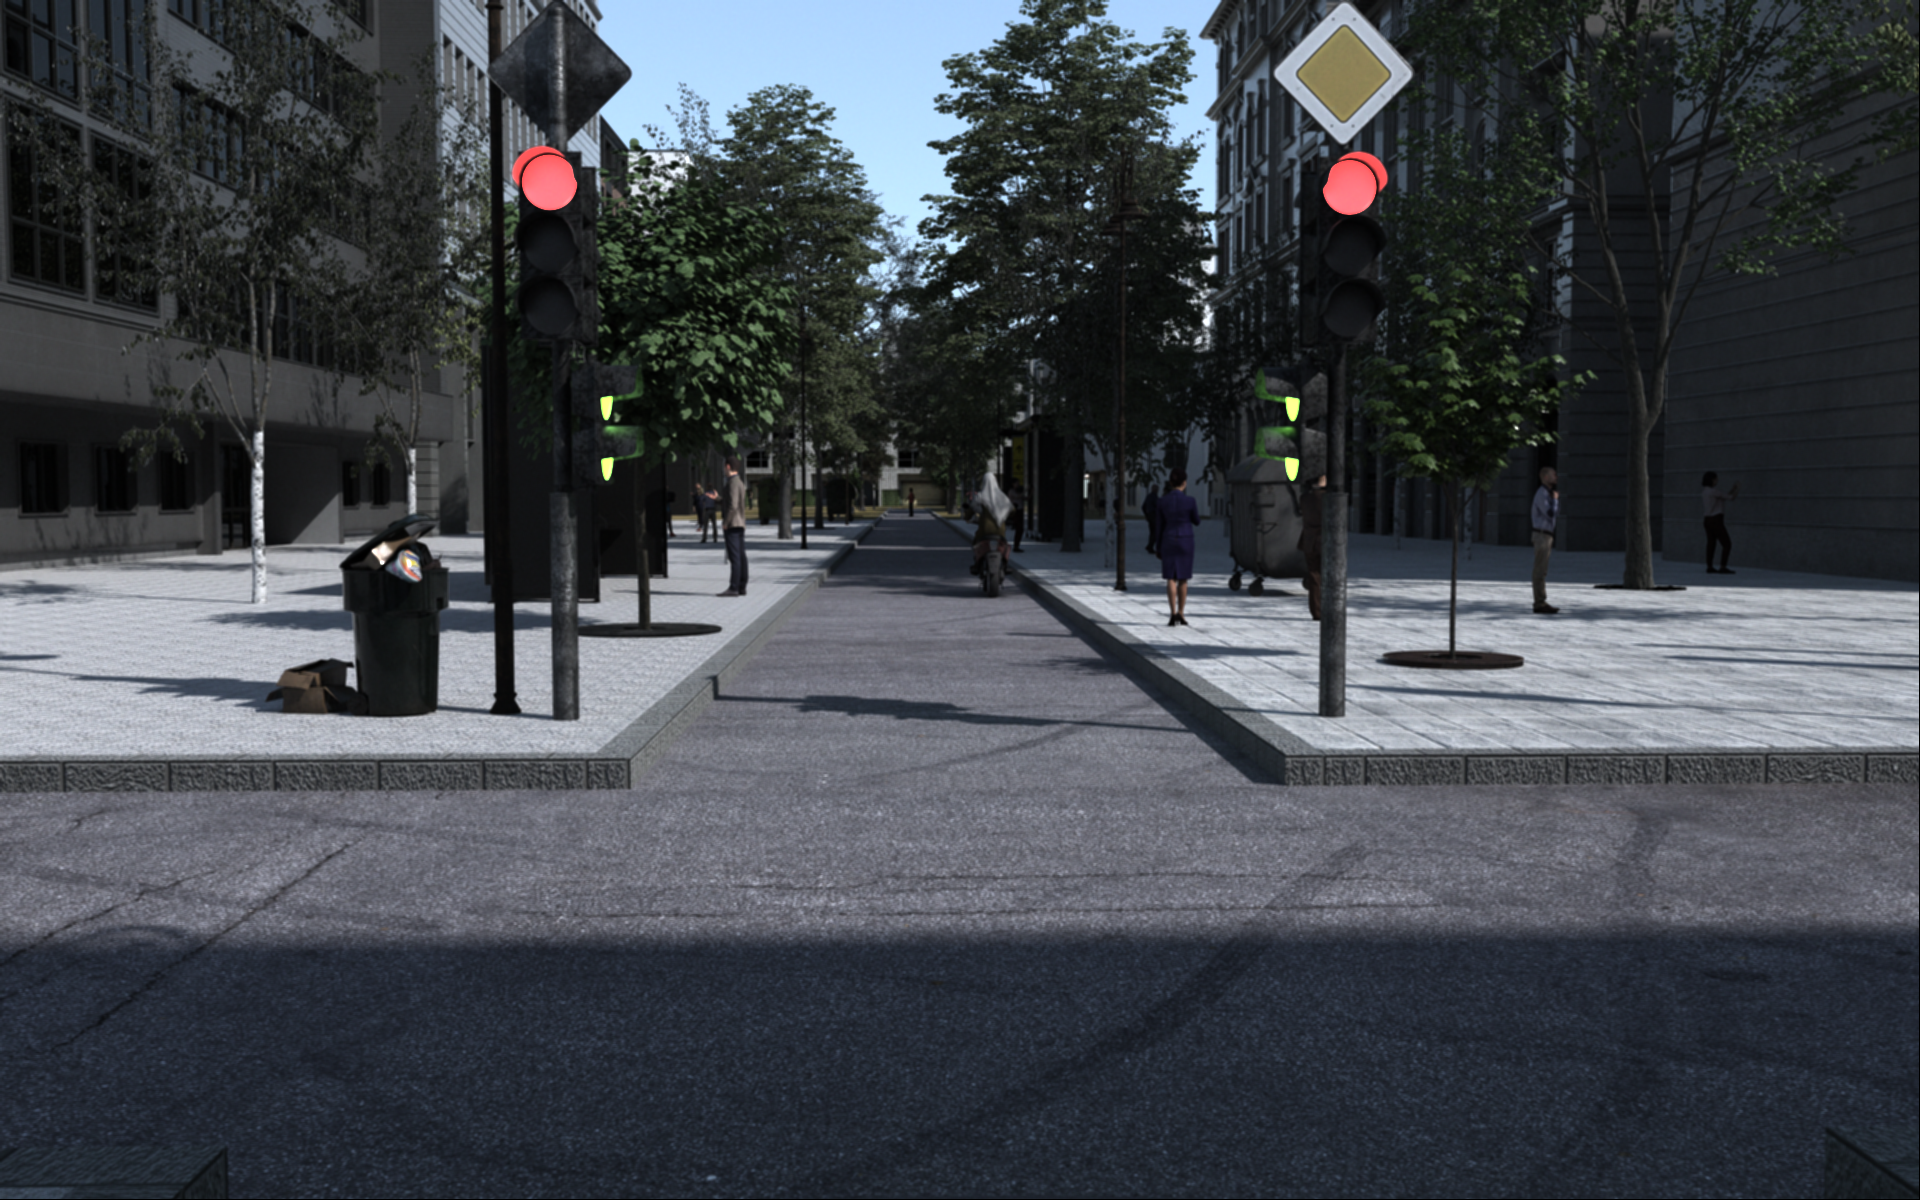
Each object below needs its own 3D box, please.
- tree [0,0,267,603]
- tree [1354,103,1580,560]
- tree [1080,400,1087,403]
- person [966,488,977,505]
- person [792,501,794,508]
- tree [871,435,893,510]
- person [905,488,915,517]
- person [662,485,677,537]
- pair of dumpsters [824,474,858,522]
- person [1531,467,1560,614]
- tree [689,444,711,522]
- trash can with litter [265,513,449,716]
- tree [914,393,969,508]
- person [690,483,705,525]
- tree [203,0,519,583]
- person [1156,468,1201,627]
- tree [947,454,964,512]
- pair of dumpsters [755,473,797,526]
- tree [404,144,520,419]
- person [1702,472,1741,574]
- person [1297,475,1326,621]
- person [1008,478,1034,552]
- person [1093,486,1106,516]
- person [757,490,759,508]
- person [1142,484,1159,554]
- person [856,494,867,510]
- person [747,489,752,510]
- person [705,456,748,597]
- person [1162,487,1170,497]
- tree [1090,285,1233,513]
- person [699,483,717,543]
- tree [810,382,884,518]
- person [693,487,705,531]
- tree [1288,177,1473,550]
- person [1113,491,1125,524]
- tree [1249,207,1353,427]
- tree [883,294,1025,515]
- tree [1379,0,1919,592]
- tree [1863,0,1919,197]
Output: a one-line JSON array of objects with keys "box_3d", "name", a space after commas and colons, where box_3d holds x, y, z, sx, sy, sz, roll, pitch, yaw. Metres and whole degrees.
[{"box_3d": [-8.477, -4.272, 20.211, 4.360, 8.622, 3.978, 0, 3, 0], "name": "tree"}, {"box_3d": [9.902, -5.090, 33.590, 4.360, 8.622, 3.978, 0, 3, 0], "name": "tree"}, {"box_3d": [5.936, -7.113, 66.661, 4.737, 8.622, 4.395, 0, 3, 0], "name": "tree"}, {"box_3d": [0.706, -5.889, 103.048, 1.217, 1.743, 0.721, 0, 4, -2], "name": "person"}, {"box_3d": [-14.987, -9.022, 154.494, 0.756, 1.711, 0.436, 3, 5, 40], "name": "person"}, {"box_3d": [-7.230, -11.674, 141.230, 4.360, 8.622, 3.978, 0, 3, 0], "name": "tree"}, {"box_3d": [-3.154, -6.240, 110.468, 0.705, 1.831, 1.348, 1, 4, 22], "name": "person"}, {"box_3d": [-8.760, -2.694, 51.961, 0.647, 1.594, 0.662, 1, 4, 9], "name": "person"}, {"box_3d": [-5.652, -4.863, 82.000, 1.574, 2.255, 4.436, 0, 4, -2], "name": "pair of dumpsters"}, {"box_3d": [6.350, -0.650, 18.734, 0.319, 1.574, 0.516, 2, 4, 29], "name": "person"}, {"box_3d": [-11.847, -9.422, 79.799, 9.928, 11.665, 9.643, 0, 3, 0], "name": "tree"}, {"box_3d": [-3.536, 0.078, 10.108, 1.055, 1.170, 0.624, 1, 4, 8], "name": "trash can with litter"}, {"box_3d": [-1.308, -14.420, 161.525, 9.928, 11.665, 9.643, 0, 3, 0], "name": "tree"}, {"box_3d": [-11.031, -4.043, 72.834, 0.600, 1.739, 0.565, -3, 4, -37], "name": "person"}, {"box_3d": [-9.059, -4.726, 27.640, 4.360, 8.622, 3.978, 0, 3, 0], "name": "tree"}, {"box_3d": [2.126, -0.521, 16.929, 0.453, 1.535, 0.546, 0, 4, -2], "name": "person"}, {"box_3d": [-0.908, -8.591, 124.169, 4.285, 4.588, 4.351, 0, 3, 0], "name": "tree"}, {"box_3d": [-7.722, -4.287, 72.585, 1.574, 2.255, 4.436, 0, 4, -2], "name": "pair of dumpsters"}, {"box_3d": [-9.508, -5.274, 36.597, 4.737, 8.622, 4.395, 0, 3, 0], "name": "tree"}, {"box_3d": [12.300, -1.254, 28.009, 0.566, 1.644, 0.517, 3, 4, 36], "name": "person"}, {"box_3d": [3.662, -0.568, 17.600, 0.482, 1.546, 0.388, 2, 4, 35], "name": "person"}, {"box_3d": [1.343, -1.883, 38.285, 0.517, 1.644, 0.566, -2, 4, -23], "name": "person"}, {"box_3d": [8.492, -5.882, 103.003, 1.217, 1.735, 0.721, 1, 4, 12], "name": "person"}, {"box_3d": [-18.592, -9.335, 159.600, 0.436, 1.711, 0.756, 0, 4, 8], "name": "person"}, {"box_3d": [4.255, -1.754, 37.416, 0.600, 1.496, 0.574, 0, 4, -4], "name": "person"}, {"box_3d": [-8.401, -8.416, 143.732, 1.350, 1.814, 0.705, 1, 4, 23], "name": "person"}, {"box_3d": [-17.376, -8.332, 142.988, 0.721, 1.735, 1.217, -1, 4, -20], "name": "person"}, {"box_3d": [-3.003, -0.935, 21.866, 0.750, 1.759, 0.617, 1, 4, 21], "name": "person"}, {"box_3d": [6.951, -3.024, 57.950, 0.523, 1.526, 0.387, 1, 4, 20], "name": "person"}, {"box_3d": [7.679, -6.763, 60.945, 4.737, 8.622, 4.395, 0, 3, 0], "name": "tree"}, {"box_3d": [-6.646, -2.307, 45.826, 0.516, 1.574, 0.319, -2, 4, -25], "name": "person"}, {"box_3d": [-6.397, -8.727, 93.052, 4.737, 8.622, 4.395, 0, 3, 0], "name": "tree"}, {"box_3d": [-8.957, -3.137, 59.866, 0.480, 1.512, 0.613, 0, 4, 5], "name": "person"}, {"box_3d": [9.952, -5.468, 39.757, 4.737, 8.622, 4.395, 0, 3, 0], "name": "tree"}, {"box_3d": [6.738, -3.920, 73.365, 0.421, 1.427, 0.697, 3, 5, 42], "name": "person"}, {"box_3d": [8.720, -5.817, 45.463, 4.360, 8.622, 3.978, 0, 3, 0], "name": "tree"}, {"box_3d": [-0.409, -12.297, 107.715, 9.857, 13.997, 8.962, 0, 3, 0], "name": "tree"}, {"box_3d": [9.205, -5.954, 23.109, 9.928, 11.665, 9.643, 0, 3, 0], "name": "tree"}, {"box_3d": [10.588, -4.040, 16.411, 4.737, 8.622, 4.395, 0, 3, 0], "name": "tree"}]
